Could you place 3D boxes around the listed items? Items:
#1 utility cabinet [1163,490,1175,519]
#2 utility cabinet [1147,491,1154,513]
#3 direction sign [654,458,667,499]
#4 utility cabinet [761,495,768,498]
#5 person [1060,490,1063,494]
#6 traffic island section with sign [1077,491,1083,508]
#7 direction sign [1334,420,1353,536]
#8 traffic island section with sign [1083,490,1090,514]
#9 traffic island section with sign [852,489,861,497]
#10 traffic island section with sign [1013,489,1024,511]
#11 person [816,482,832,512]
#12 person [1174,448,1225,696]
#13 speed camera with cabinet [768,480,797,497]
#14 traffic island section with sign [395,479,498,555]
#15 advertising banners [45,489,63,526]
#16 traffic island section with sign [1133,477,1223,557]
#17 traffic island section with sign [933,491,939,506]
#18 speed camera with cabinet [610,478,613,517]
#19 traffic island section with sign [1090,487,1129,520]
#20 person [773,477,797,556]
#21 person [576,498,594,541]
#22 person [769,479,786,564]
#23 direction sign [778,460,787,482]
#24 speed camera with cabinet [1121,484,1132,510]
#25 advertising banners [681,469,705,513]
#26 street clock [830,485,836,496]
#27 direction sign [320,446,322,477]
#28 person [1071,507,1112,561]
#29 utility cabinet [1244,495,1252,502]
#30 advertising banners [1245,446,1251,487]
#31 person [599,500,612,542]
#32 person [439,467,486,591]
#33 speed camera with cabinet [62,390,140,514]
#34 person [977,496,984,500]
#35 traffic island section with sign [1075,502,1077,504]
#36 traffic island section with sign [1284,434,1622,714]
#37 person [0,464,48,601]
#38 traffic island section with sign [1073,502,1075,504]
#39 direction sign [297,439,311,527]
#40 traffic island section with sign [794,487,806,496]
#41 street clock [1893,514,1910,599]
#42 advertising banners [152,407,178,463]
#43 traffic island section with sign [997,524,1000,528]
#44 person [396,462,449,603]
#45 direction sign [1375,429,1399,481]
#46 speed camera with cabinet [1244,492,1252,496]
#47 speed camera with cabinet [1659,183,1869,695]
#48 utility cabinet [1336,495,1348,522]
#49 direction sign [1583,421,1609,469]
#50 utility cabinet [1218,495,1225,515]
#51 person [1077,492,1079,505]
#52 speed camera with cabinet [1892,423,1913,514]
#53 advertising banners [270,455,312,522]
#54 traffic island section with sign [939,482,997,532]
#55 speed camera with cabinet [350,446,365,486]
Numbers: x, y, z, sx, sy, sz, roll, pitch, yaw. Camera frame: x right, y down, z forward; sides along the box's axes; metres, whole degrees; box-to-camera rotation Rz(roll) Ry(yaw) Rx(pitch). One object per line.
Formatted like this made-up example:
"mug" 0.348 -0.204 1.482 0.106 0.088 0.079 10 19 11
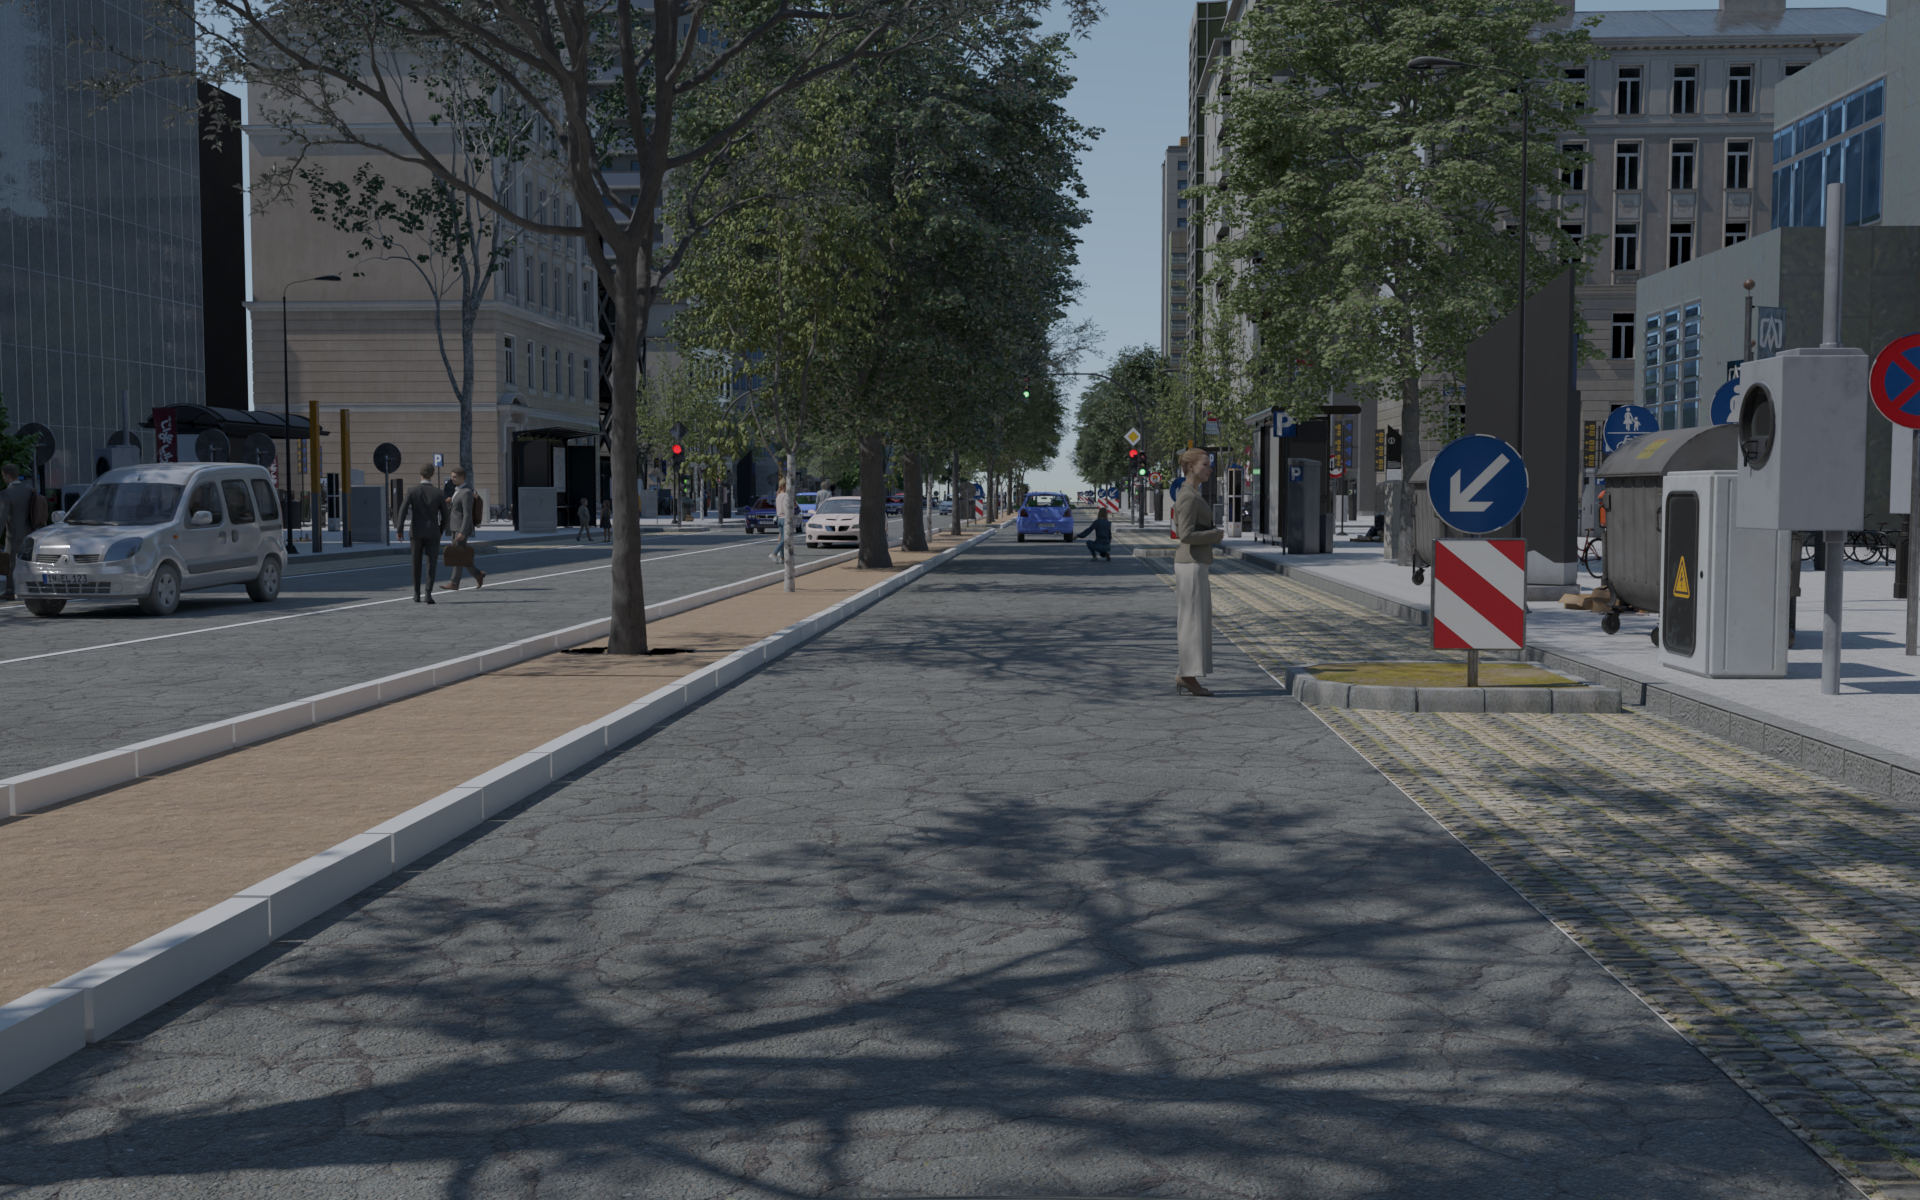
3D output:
"utility cabinet" 10.398 -4.753 86.384 0.318 1.500 1.173 -3 4 -39
"utility cabinet" 12.682 -6.557 115.893 0.318 1.500 1.173 -1 4 -9
"direction sign" -18.837 -7.150 108.899 0.876 3.537 0.379 -3 5 -40
"utility cabinet" -12.209 -6.115 111.134 1.020 1.237 0.306 0 4 5
"person" 10.873 -10.995 188.142 0.709 1.838 0.599 3 5 40
"traffic island section with sign" 12.895 -10.016 172.385 1.989 1.847 2.006 0 4 3
"direction sign" 11.802 -3.755 53.386 0.379 3.537 0.876 -2 4 -24
"traffic island section with sign" 9.938 -6.985 122.836 1.989 1.847 2.006 0 4 3
"traffic island section with sign" -7.335 -7.018 123.364 1.989 1.847 2.006 0 4 3
"traffic island section with sign" 5.157 -8.561 148.107 2.006 1.907 1.989 0 4 3
"person" -4.396 -2.946 56.542 0.514 1.842 0.818 -2 4 -27
"person" 1.697 -0.199 12.304 0.362 1.759 0.519 0 4 7
"speed camera with cabinet" -11.148 -6.999 108.768 0.660 3.252 2.038 3 4 39
"traffic island section with sign" -12.198 -2.008 41.467 1.989 1.847 2.006 0 4 3
"advertising banners" -22.417 -2.761 41.324 2.074 3.025 0.090 0 4 -1
"traffic island section with sign" 5.049 -1.939 40.330 1.989 1.847 2.006 0 4 3
"traffic island section with sign" -2.713 -11.759 200.887 1.989 1.847 2.006 0 4 3
"speed camera with cabinet" -18.343 -6.013 92.655 0.660 3.252 2.038 0 4 -5
"traffic island section with sign" 8.330 -5.327 95.720 1.989 1.847 2.006 0 4 3
"person" -4.040 -1.934 40.094 0.573 1.828 0.580 -1 4 -14
"person" -11.383 -2.424 52.399 0.475 1.303 0.640 2 4 32
"person" -3.676 -1.617 35.610 0.598 1.740 0.731 -3 5 -41
"direction sign" -11.856 -7.572 115.804 0.379 3.537 0.876 -3 5 -45
"speed camera with cabinet" 13.684 -8.997 141.441 0.660 3.252 2.038 1 4 18
"advertising banners" -18.973 -7.734 122.634 2.074 3.025 0.090 -2 4 -31
"street clock" -10.025 -8.073 136.566 0.471 2.002 0.358 3 4 38
"direction sign" -30.192 -5.461 81.278 0.876 3.537 0.379 2 4 35
"person" 2.904 -1.419 37.203 1.012 1.151 0.738 -1 4 -14
"utility cabinet" 18.620 -6.281 113.861 0.306 1.237 1.020 -2 4 -33
"advertising banners" 10.697 -4.061 62.589 0.090 3.025 2.074 -1 4 -14
"person" -10.537 -2.340 51.427 0.362 1.253 0.373 -3 5 -44
"person" -7.375 -1.057 25.742 0.822 1.834 0.622 -3 5 -41
"speed camera with cabinet" -16.539 -2.384 33.318 2.038 3.252 0.660 3 4 38
"person" 1.669 -9.497 163.804 1.348 1.821 0.705 0 4 3
"traffic island section with sign" 14.496 -11.663 199.319 1.989 1.847 2.006 0 4 3
"traffic island section with sign" 3.356 -0.219 12.215 1.989 1.847 2.006 0 4 3
"person" -12.541 -0.896 23.114 0.822 1.834 0.622 0 4 7
"traffic island section with sign" 17.769 -15.027 254.321 1.989 1.847 2.006 0 4 3
"direction sign" -25.461 -4.593 67.086 0.379 3.537 0.876 -3 5 -42
"traffic island section with sign" -8.936 -5.372 96.456 1.989 1.847 2.006 0 4 3
"street clock" 11.601 -1.019 21.225 0.358 2.002 0.471 1 4 10
"advertising banners" -15.268 -2.367 34.895 2.074 3.025 0.090 0 4 7
"traffic island section with sign" 0.702 -3.973 73.100 2.006 1.907 1.989 0 4 3
"person" -7.048 -0.886 22.759 0.659 1.850 0.755 -1 4 -16
"direction sign" 14.894 -4.190 60.496 0.876 3.537 0.379 3 4 37
"speed camera with cabinet" 22.213 -8.328 130.495 2.038 3.252 0.660 1 4 9
"speed camera with cabinet" 5.439 -1.070 11.837 0.660 3.252 2.038 0 4 3
"utility cabinet" 17.644 -4.209 79.977 0.306 1.237 1.020 2 4 27
"direction sign" 19.788 -3.774 53.700 0.876 3.537 0.379 1 4 18
"utility cabinet" 15.778 -5.707 104.475 0.306 1.237 1.020 0 4 -4
"person" 14.499 -12.382 211.655 0.721 1.736 1.217 0 4 8
"speed camera with cabinet" 12.017 -1.586 20.271 2.038 3.252 0.660 0 4 -6
"advertising banners" -30.152 -4.999 77.919 0.090 3.025 2.074 3 5 42
"traffic island section with sign" 0.252 -3.521 65.707 2.006 1.907 1.989 0 4 3
"speed camera with cabinet" -21.985 -4.225 63.419 0.660 3.252 2.038 -2 4 -32
